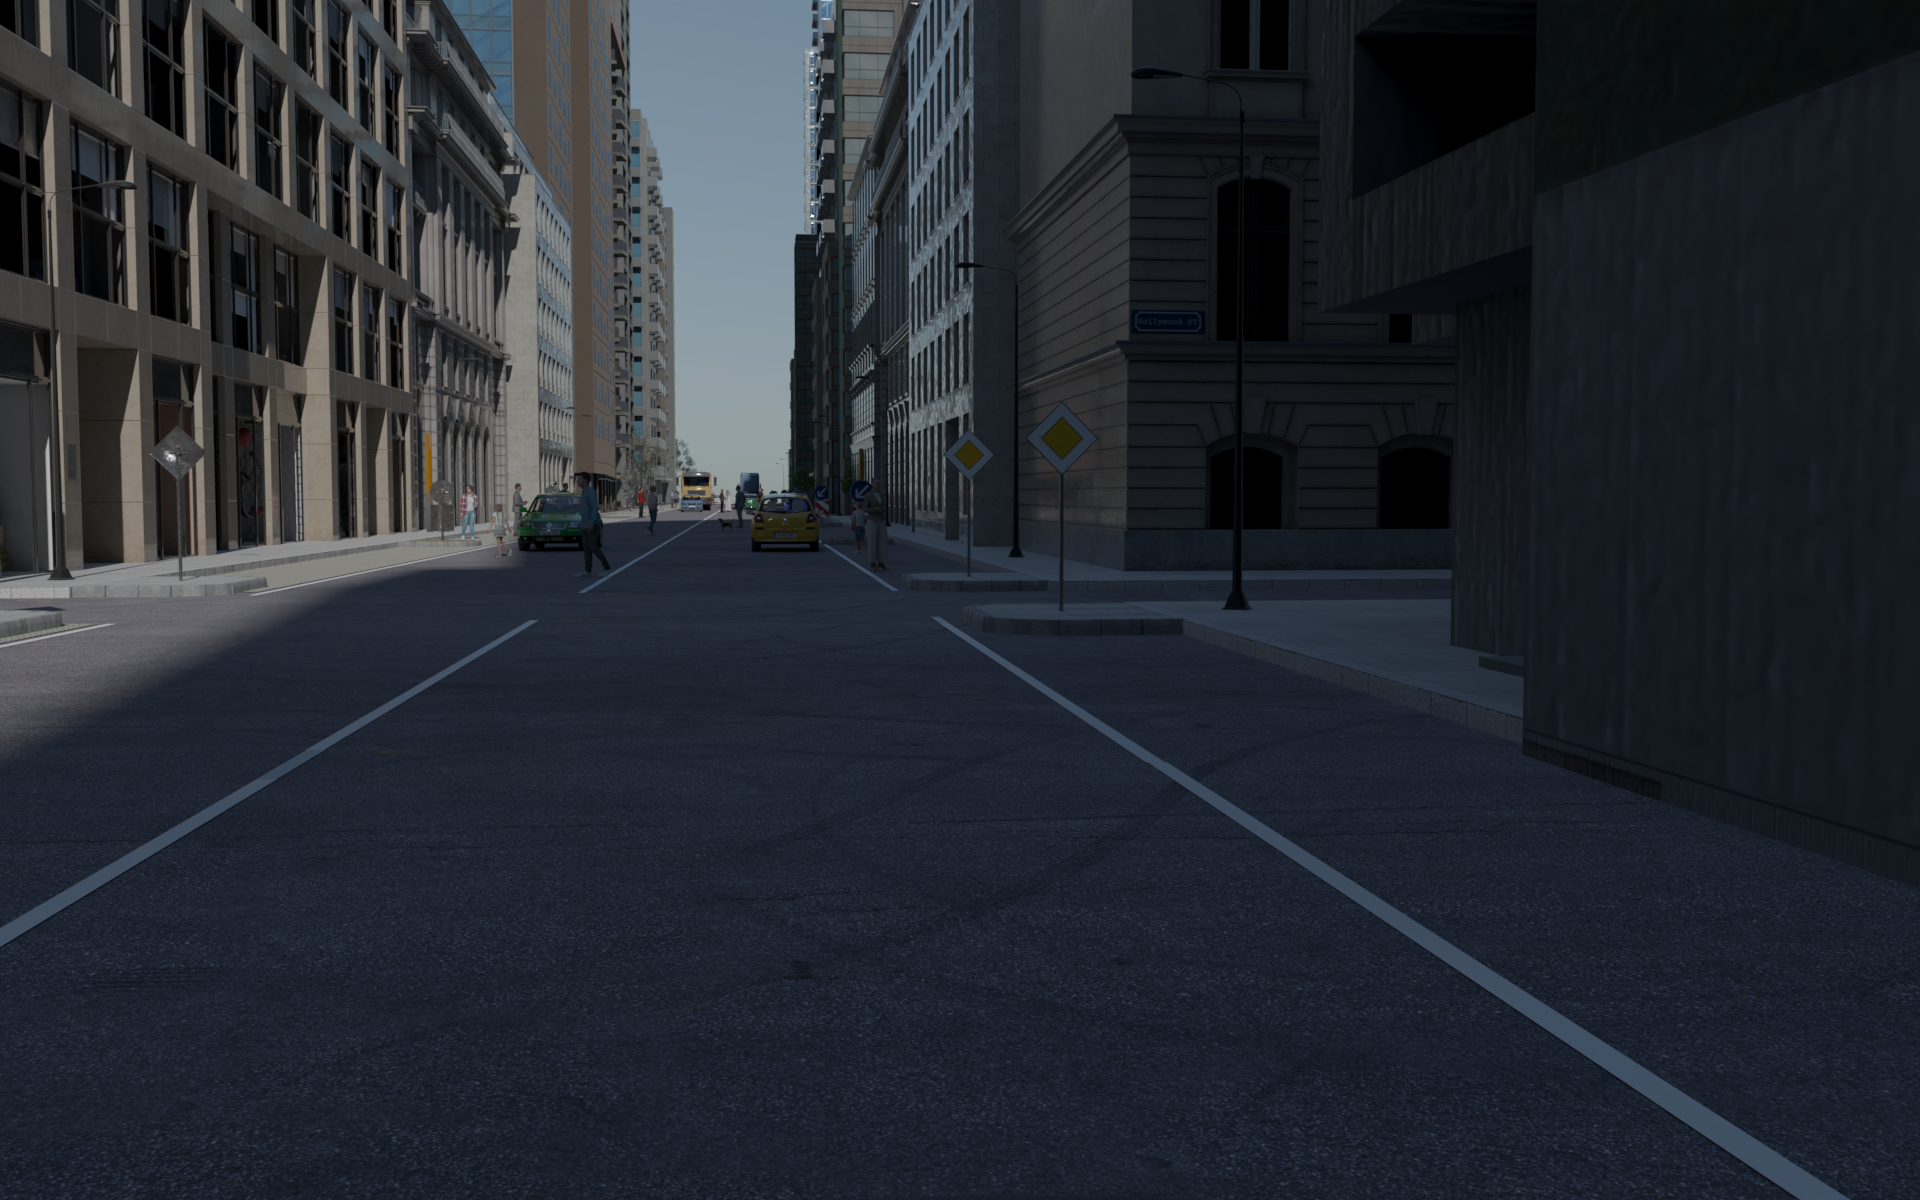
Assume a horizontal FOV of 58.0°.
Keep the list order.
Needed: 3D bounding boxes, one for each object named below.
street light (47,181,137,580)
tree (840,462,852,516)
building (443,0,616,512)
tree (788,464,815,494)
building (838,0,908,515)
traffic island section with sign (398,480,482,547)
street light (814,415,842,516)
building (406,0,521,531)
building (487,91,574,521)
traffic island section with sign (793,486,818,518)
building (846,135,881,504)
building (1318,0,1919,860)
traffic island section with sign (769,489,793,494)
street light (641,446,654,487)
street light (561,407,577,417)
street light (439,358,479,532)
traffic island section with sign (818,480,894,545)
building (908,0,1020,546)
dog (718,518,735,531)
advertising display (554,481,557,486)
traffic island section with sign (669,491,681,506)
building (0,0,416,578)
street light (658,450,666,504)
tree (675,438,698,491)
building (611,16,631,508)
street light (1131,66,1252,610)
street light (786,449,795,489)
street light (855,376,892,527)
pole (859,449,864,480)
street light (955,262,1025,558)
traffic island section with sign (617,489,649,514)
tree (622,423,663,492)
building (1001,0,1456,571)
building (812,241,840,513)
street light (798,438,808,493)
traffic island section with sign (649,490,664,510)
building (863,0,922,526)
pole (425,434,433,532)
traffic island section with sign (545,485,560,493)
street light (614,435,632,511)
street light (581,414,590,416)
[{"bbox_3d":[-12.900,-3.256,25.769,1.470,5.913,1.316,0,4,-7],"label":"street light"},{"bbox_3d":[-6.700,-6.682,103.845,1.663,3.219,1.824,0,3,0],"label":"tree"},{"bbox_3d":[-34.658,-29.676,135.308,14.600,45.320,14.200,0,4,-7],"label":"building"},{"bbox_3d":[-16.552,-12.288,184.620,4.285,4.588,4.351,0,3,0],"label":"tree"},{"bbox_3d":[-0.887,-26.181,111.662,14.154,41.232,14.086,0,4,-7],"label":"building"},{"bbox_3d":[-14.188,-2.371,47.396,1.989,1.847,2.006,0,4,-7],"label":"traffic island section with sign"},{"bbox_3d":[-7.626,-7.892,101.571,1.470,5.913,1.316,0,4,-7],"label":"street light"},{"bbox_3d":[-25.822,-13.910,69.223,13.314,21.916,24.055,0,4,-7],"label":"building"},{"bbox_3d":[-26.363,-14.407,90.300,10.420,20.320,16.860,0,4,-7],"label":"building"},{"bbox_3d":[-6.236,-4.144,76.375,1.989,1.847,2.006,0,4,-7],"label":"traffic island section with sign"},{"bbox_3d":[-0.685,-14.930,93.253,9.793,20.994,18.267,0,4,-7],"label":"building"},{"bbox_3d":[9.804,-14.667,11.515,14.160,30.474,14.107,0,4,-7],"label":"building"},{"bbox_3d":[-15.610,-8.828,152.962,1.989,1.847,2.006,0,4,-7],"label":"traffic island section with sign"},{"bbox_3d":[-30.423,-11.978,168.379,1.470,5.913,1.316,0,4,-7],"label":"street light"},{"bbox_3d":[-21.167,-7.320,92.215,1.470,5.913,1.316,0,4,-7],"label":"street light"},{"bbox_3d":[-17.064,-5.287,58.988,1.470,5.913,1.316,0,4,-7],"label":"street light"},{"bbox_3d":[-2.963,-2.507,49.619,1.989,1.847,2.006,0,4,-7],"label":"traffic island section with sign"},{"bbox_3d":[4.454,-11.980,50.618,10.420,20.320,16.860,0,4,-7],"label":"building"},{"bbox_3d":[-8.985,-2.893,66.590,0.540,0.507,0.406,-2,4,-28],"label":"dog"},{"bbox_3d":[-20.698,-5.105,88.678,0.123,1.923,0.974,-1,4,-15],"label":"advertising display"},{"bbox_3d":[-33.597,-12.067,205.921,1.989,1.847,2.006,0,4,-7],"label":"traffic island section with sign"},{"bbox_3d":[-25.887,-14.391,39.811,19.350,26.468,34.151,0,4,-7],"label":"building"},{"bbox_3d":[-32.279,-12.910,183.622,1.470,5.913,1.316,0,4,-7],"label":"street light"},{"bbox_3d":[-42.520,-19.800,258.139,7.601,10.594,8.767,0,4,1],"label":"tree"},{"bbox_3d":[-41.593,-30.673,156.132,22.147,44.769,28.867,0,4,-7],"label":"building"},{"bbox_3d":[2.547,-2.844,19.049,1.470,5.913,1.316,0,4,-7],"label":"street light"},{"bbox_3d":[-16.859,-12.540,177.571,1.470,5.913,1.316,0,4,-7],"label":"street light"},{"bbox_3d":[-3.409,-5.845,68.110,1.470,5.913,1.316,0,4,-7],"label":"street light"},{"bbox_3d":[-4.417,-5.122,77.582,0.158,3.312,0.155,0,3,0],"label":"pole"},{"bbox_3d":[0.598,-3.812,34.871,1.470,5.913,1.316,0,4,-7],"label":"street light"},{"bbox_3d":[-23.624,-7.086,124.481,1.989,1.847,2.006,0,4,-7],"label":"traffic island section with sign"},{"bbox_3d":[-32.505,-13.847,176.759,4.360,8.622,3.978,0,3,0],"label":"tree"},{"bbox_3d":[18.904,-13.215,35.147,34.723,24.649,14.460,0,4,-7],"label":"building"},{"bbox_3d":[2.957,-17.694,134.344,27.650,21.520,28.899,0,4,-7],"label":"building"},{"bbox_3d":[-12.740,-10.487,144.009,1.470,5.913,1.316,0,4,-7],"label":"street light"},{"bbox_3d":[-26.951,-8.743,151.583,1.989,1.847,2.006,0,4,-7],"label":"traffic island section with sign"},{"bbox_3d":[3.422,-14.059,71.671,13.314,21.916,24.055,0,4,-7],"label":"building"},{"bbox_3d":[-17.926,-3.953,58.467,0.158,3.312,0.155,0,3,0],"label":"pole"},{"bbox_3d":[-17.530,-4.040,74.686,1.989,1.847,2.006,0,4,-7],"label":"traffic island section with sign"},{"bbox_3d":[-26.307,-9.946,135.154,1.470,5.913,1.316,0,4,-7],"label":"street light"},{"bbox_3d":[-22.241,-7.862,101.084,1.470,5.913,1.316,0,4,-7],"label":"street light"}]
